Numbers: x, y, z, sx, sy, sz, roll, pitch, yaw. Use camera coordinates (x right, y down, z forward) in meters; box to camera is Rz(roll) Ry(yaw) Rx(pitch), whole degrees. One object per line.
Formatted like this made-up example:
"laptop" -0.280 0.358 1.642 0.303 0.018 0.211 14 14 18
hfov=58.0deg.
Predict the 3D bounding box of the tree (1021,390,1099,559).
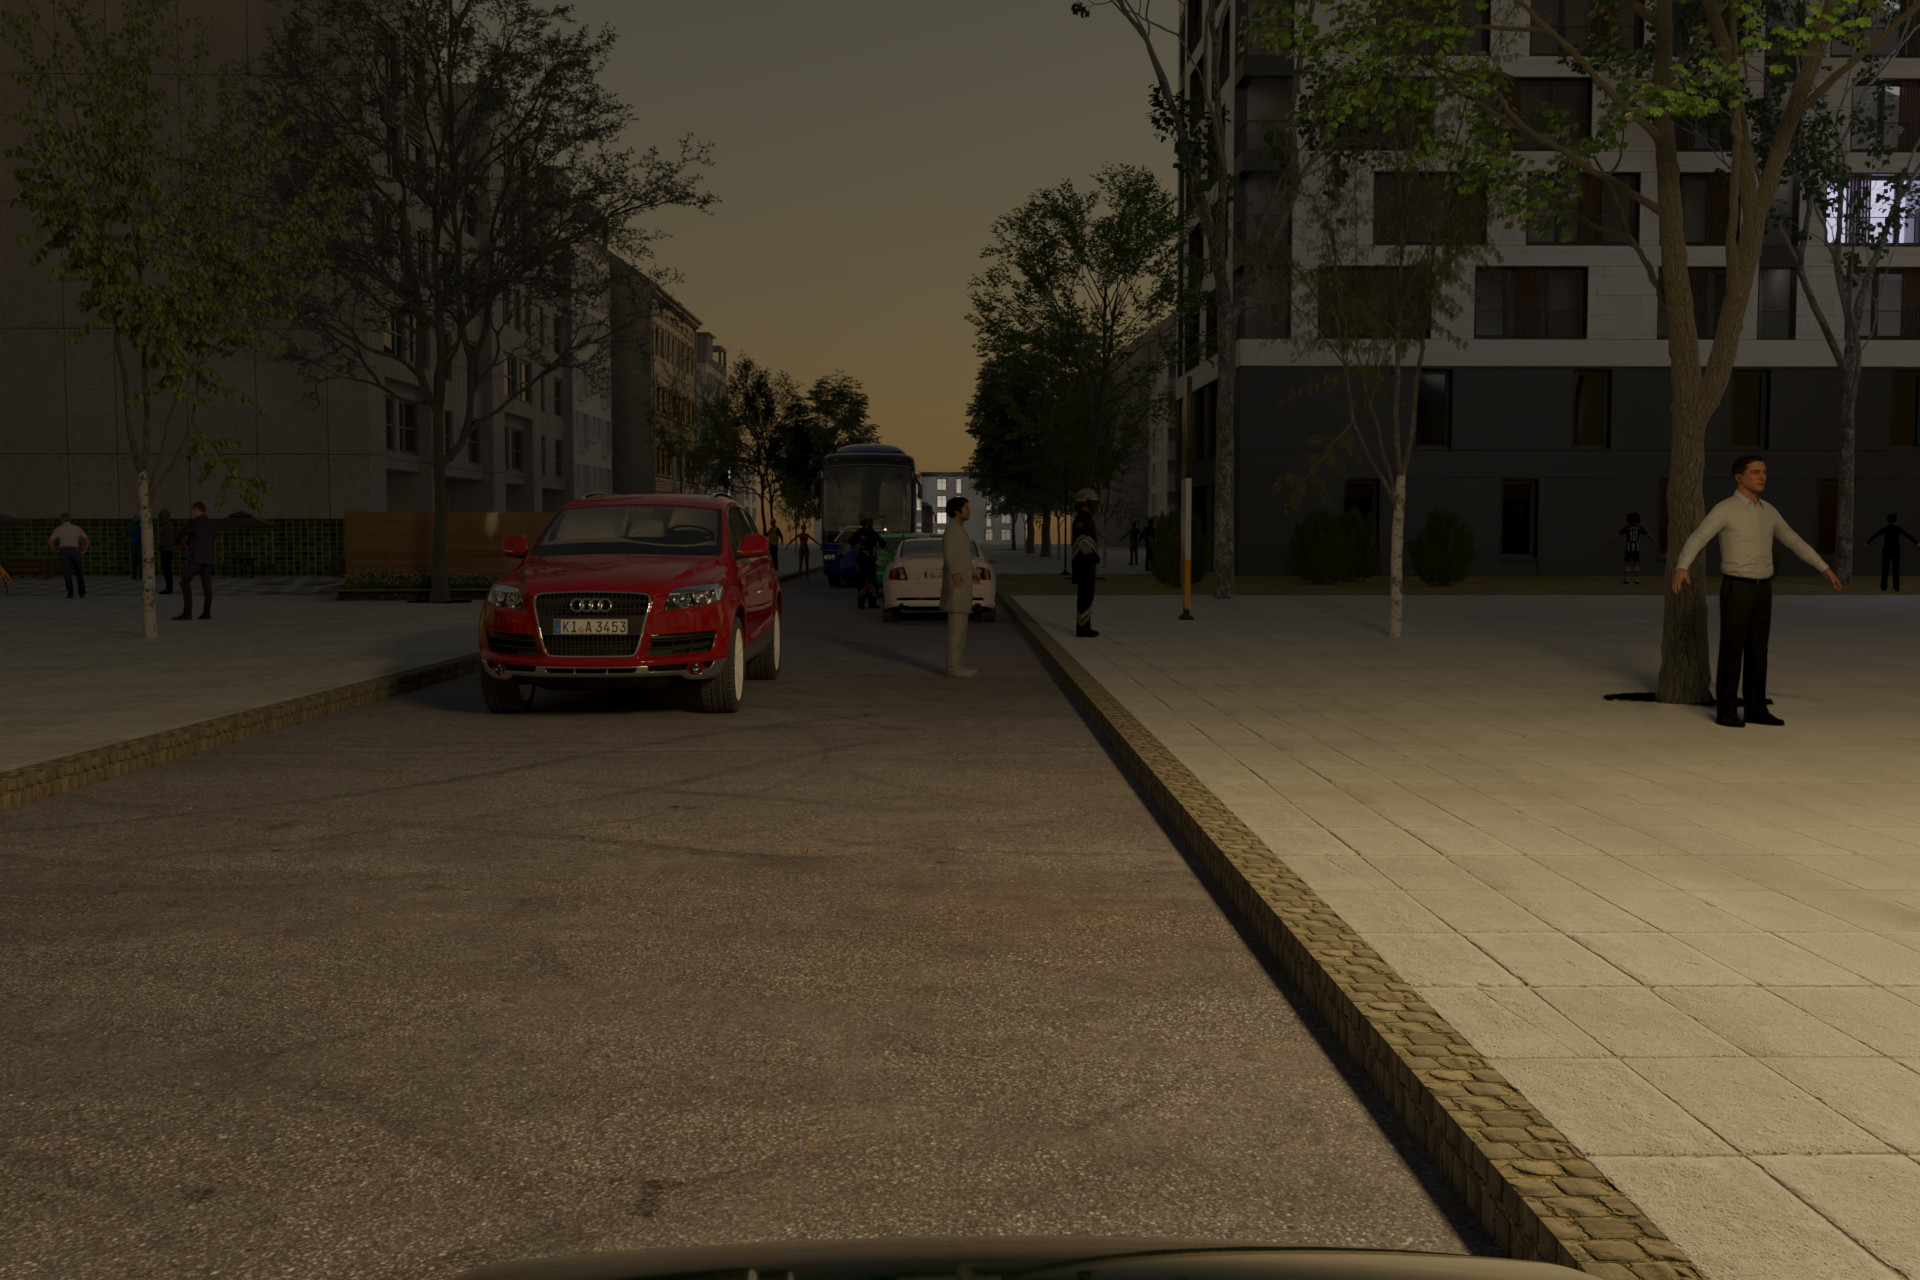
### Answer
"tree" 5.008 -8.386 87.468 4.360 8.622 3.978 0 3 0

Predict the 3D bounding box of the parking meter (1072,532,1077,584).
"parking meter" 3.056 -2.205 44.464 0.372 1.533 0.369 0 3 0

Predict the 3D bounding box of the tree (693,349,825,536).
"tree" -10.175 -9.378 87.738 7.601 10.594 8.767 0 4 -1

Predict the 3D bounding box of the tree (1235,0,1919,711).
"tree" 5.686 -5.332 12.931 9.928 11.665 9.643 0 3 0

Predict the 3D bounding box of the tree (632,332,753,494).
"tree" -10.293 -6.897 63.131 4.360 8.622 3.978 0 3 0

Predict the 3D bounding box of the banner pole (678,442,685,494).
"banner pole" -7.560 -3.500 47.243 0.401 3.779 0.863 0 4 1

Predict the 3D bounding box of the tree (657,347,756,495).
"tree" -9.853 -7.211 68.266 4.360 8.622 3.978 0 3 0

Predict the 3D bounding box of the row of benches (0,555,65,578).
"row of benches" -28.487 -2.185 51.180 4.104 0.672 1.422 1 4 8

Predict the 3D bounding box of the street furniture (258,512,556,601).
"street furniture" -9.066 -1.782 35.988 11.010 1.723 9.812 -1 4 -13

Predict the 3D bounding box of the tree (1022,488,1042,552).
"tree" 4.763 -10.641 124.341 4.737 8.622 4.395 0 3 0

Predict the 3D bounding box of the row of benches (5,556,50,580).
"row of benches" -27.965 -2.036 48.753 4.104 0.672 1.422 -1 4 -18

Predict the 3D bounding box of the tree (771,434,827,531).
"tree" -10.621 -10.400 120.398 4.360 8.622 3.978 0 3 0

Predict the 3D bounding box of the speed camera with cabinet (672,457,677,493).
"speed camera with cabinet" -7.472 -3.099 45.008 0.660 3.252 2.038 0 4 1

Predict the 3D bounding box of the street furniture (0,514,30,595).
"street furniture" -33.581 -1.906 36.199 27.439 1.986 14.083 2 4 26

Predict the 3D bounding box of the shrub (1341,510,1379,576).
"shrub" 11.702 -2.899 51.825 1.690 2.028 1.600 0 3 0

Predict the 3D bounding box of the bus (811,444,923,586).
"bus" -2.474 -3.629 50.876 2.896 3.916 12.251 0 4 -1

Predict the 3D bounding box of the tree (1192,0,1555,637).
"tree" 5.514 -4.327 21.111 4.360 8.622 3.978 0 3 0

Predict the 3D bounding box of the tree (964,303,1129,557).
"tree" 4.899 -11.668 97.435 9.857 13.997 8.962 0 3 0

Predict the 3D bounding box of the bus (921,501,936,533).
"bus" -3.220 -8.492 130.389 2.896 3.916 12.251 0 4 -1

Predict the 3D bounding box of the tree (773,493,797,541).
"tree" -22.797 -17.099 229.923 4.737 8.622 4.395 0 3 0

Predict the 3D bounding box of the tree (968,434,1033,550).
"tree" 4.376 -12.988 138.103 9.928 11.665 9.643 0 3 0

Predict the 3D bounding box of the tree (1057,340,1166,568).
"tree" 5.416 -7.017 65.097 4.360 8.622 3.978 0 3 0

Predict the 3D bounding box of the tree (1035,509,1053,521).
"tree" 11.762 -17.377 234.470 4.737 8.622 4.395 0 3 0

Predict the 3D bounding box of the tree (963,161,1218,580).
"tree" 3.693 -7.513 48.599 9.928 11.665 9.643 0 3 0

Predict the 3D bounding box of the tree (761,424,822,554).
"tree" -10.708 -9.807 110.704 4.737 8.622 4.395 0 3 0

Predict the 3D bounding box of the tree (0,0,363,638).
"tree" -9.789 -4.324 21.055 4.737 8.622 4.395 0 3 0

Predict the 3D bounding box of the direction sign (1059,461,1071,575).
"direction sign" 3.304 -3.804 54.198 0.379 3.537 0.876 0 4 0

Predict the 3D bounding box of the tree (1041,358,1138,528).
"tree" 5.449 -7.333 70.256 4.360 8.622 3.978 0 3 0

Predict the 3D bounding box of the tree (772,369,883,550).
"tree" -10.674 -13.983 135.271 9.857 13.997 8.962 0 3 0

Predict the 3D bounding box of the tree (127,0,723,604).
"tree" -9.596 -7.440 32.012 12.009 13.543 11.850 0 3 0

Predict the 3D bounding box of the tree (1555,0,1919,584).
"tree" 21.257 -11.526 44.345 12.611 20.169 13.585 0 3 0

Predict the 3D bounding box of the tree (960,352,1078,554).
"tree" 4.608 -12.687 114.092 9.857 13.997 8.962 0 3 0

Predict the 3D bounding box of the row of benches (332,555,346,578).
"row of benches" -17.619 -2.160 50.779 1.422 0.672 4.104 -2 4 -32

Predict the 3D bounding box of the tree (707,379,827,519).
"tree" -11.016 -10.124 99.938 7.601 10.594 8.767 1 4 10

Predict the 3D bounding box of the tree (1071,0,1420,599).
"tree" 6.368 -10.820 32.794 12.611 20.169 13.585 0 3 0
